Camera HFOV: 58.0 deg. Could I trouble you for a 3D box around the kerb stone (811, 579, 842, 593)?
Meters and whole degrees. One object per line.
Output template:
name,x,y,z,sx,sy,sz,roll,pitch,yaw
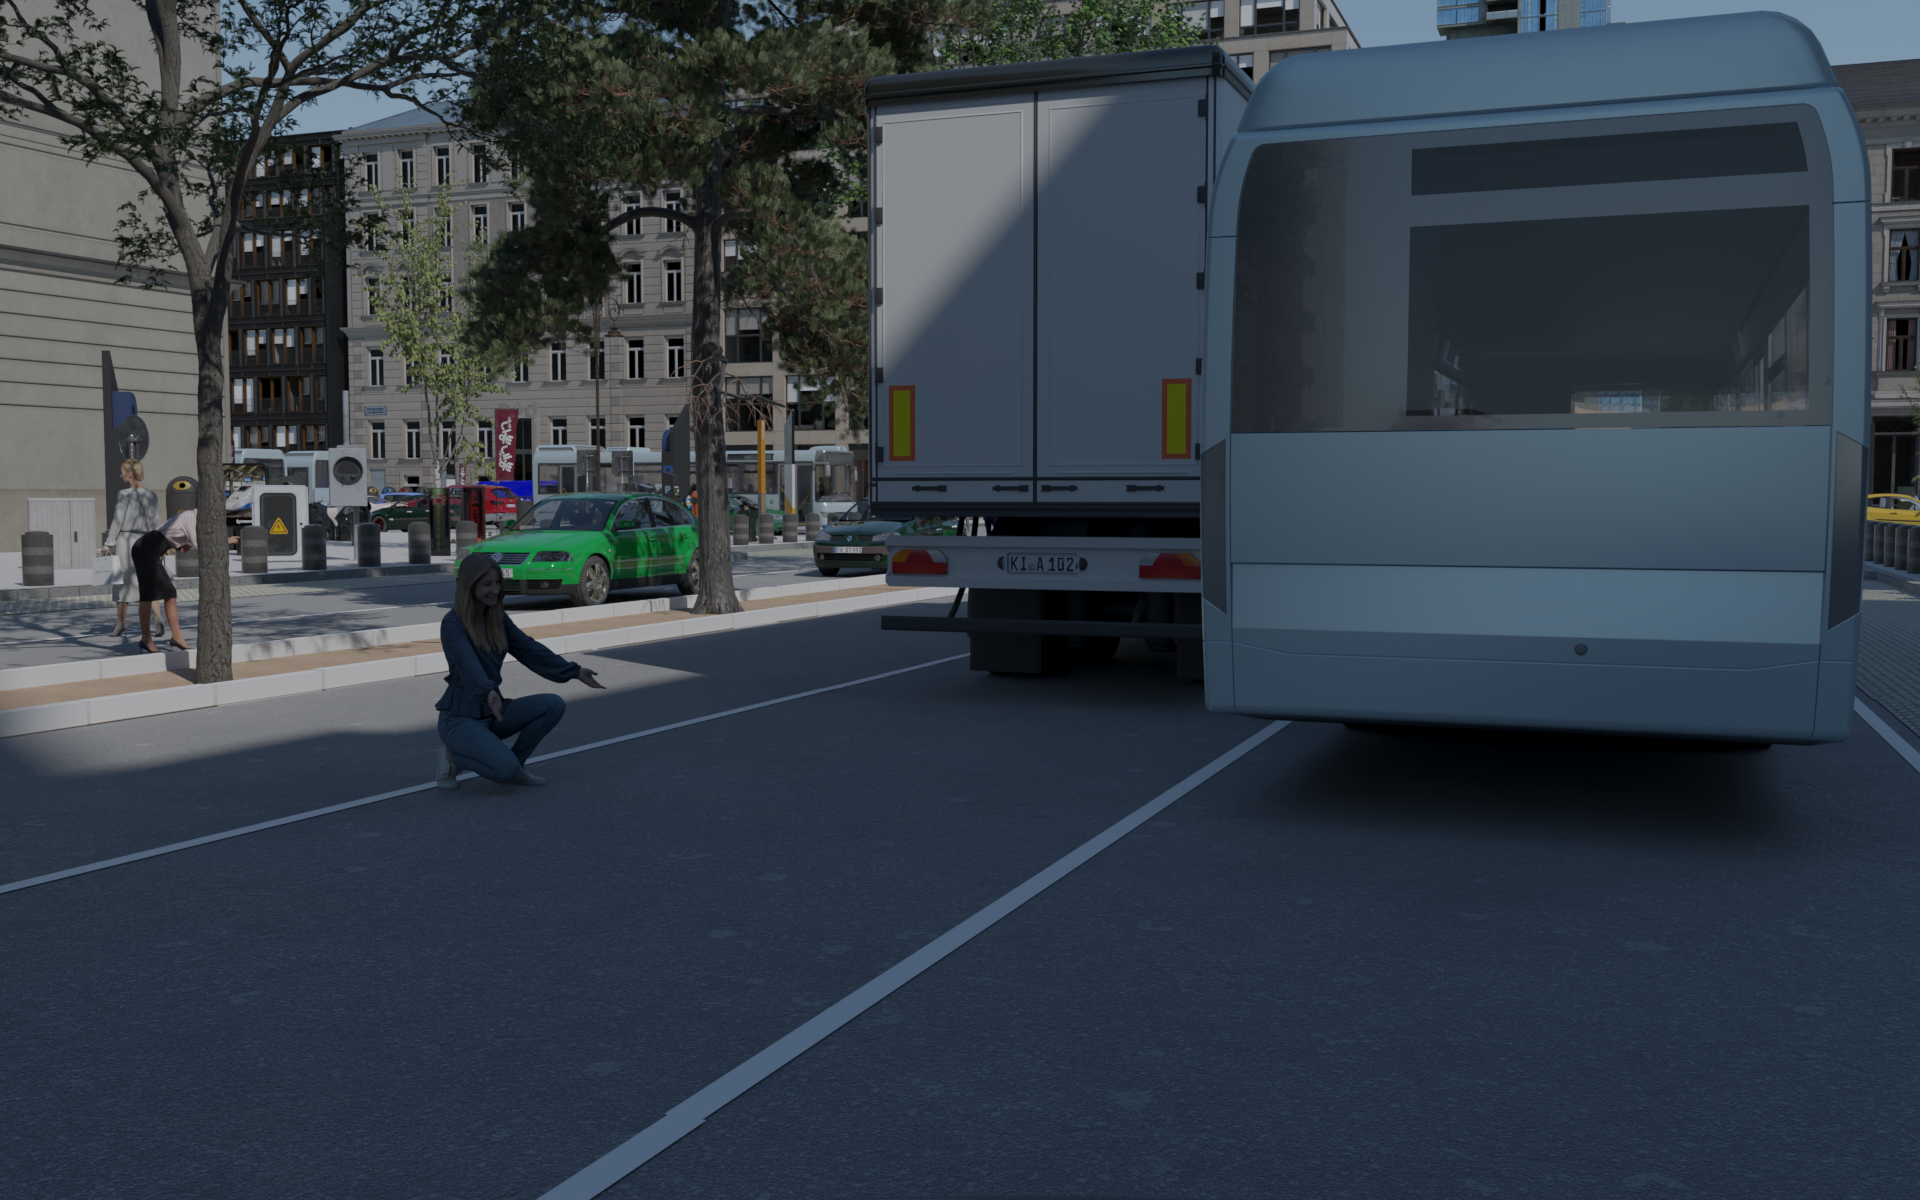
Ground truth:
kerb stone,-2.038,-0.194,25.373,0.120,0.150,1.000,1,4,21

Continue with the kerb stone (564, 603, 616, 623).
kerb stone,-4.257,0.158,19.620,0.120,0.150,1.000,1,4,21

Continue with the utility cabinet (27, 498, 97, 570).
utility cabinet,-15.297,-1.123,29.516,1.020,1.237,0.306,-2,4,-31

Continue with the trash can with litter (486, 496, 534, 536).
trash can with litter,-13.677,-2.557,52.870,2.233,1.210,1.678,-1,4,-16

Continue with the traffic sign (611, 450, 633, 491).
traffic sign,-7.932,-2.358,40.685,0.606,2.300,0.079,2,4,24

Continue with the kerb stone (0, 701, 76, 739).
kerb stone,-5.628,0.730,10.254,0.120,0.150,1.000,1,4,21

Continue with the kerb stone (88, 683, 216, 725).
kerb stone,-5.264,0.672,11.214,0.120,0.150,1.000,1,4,21

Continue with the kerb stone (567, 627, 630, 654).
kerb stone,-3.400,0.382,16.016,0.120,0.150,1.000,1,4,21

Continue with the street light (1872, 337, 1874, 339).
street light,20.804,-4.123,40.198,0.468,5.910,1.993,1,4,21

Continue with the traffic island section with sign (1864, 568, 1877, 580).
traffic island section with sign,14.538,-1.292,29.746,1.989,1.847,2.006,1,4,21

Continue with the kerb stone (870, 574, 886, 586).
kerb stone,-1.294,-0.311,27.285,0.120,0.150,1.000,1,4,21

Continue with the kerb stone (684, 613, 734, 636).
kerb stone,-2.662,0.260,17.939,0.120,0.150,1.000,1,4,21

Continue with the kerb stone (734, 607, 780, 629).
kerb stone,-2.279,0.202,18.890,0.120,0.150,1.000,1,4,21

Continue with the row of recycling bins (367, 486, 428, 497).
row of recycling bins,-30.072,-5.223,92.511,3.534,1.692,1.069,0,4,-6

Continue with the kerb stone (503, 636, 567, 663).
kerb stone,-3.773,0.441,15.059,0.120,0.150,1.000,1,4,21

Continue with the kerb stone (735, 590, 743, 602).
kerb stone,-3.147,-0.016,22.500,0.120,0.150,1.000,1,4,21

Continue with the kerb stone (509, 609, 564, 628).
kerb stone,-4.636,0.221,18.655,0.120,0.150,1.000,1,4,21

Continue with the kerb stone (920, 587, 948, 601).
kerb stone,-0.432,-0.090,23.694,0.120,0.150,1.000,1,4,21

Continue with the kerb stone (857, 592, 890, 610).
kerb stone,-1.172,0.028,21.774,0.120,0.150,1.000,1,4,21

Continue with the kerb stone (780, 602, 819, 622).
kerb stone,-1.918,0.143,19.858,0.120,0.150,1.000,1,4,21

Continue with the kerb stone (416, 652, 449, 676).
kerb stone,-4.144,0.497,14.102,0.120,0.150,1.000,1,4,21

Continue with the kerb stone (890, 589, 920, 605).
kerb stone,-0.805,-0.033,22.734,0.120,0.150,1.000,1,4,21

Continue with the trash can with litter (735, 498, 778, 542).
trash can with litter,-5.452,-2.134,46.279,1.055,1.170,0.624,-1,4,-23

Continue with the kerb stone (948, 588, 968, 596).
kerb stone,-0.060,-0.143,24.650,0.120,0.150,1.000,1,4,21

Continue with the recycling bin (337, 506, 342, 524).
recycling bin,-19.059,-2.562,54.442,0.722,1.027,0.722,1,4,22

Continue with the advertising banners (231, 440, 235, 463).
advertising banners,-22.974,-3.639,55.689,2.074,3.025,0.090,2,4,32

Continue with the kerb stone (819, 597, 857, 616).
kerb stone,-1.536,0.084,20.815,0.120,0.150,1.000,1,4,21

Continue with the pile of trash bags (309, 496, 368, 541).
pile of trash bags,-17.201,-2.352,48.201,1.912,1.369,3.447,0,4,-2

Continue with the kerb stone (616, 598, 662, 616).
kerb stone,-3.889,0.098,20.586,0.120,0.150,1.000,1,4,21

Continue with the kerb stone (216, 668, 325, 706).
kerb stone,-4.883,0.618,12.168,0.120,0.150,1.000,1,4,21

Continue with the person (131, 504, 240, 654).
person,-7.008,-0.239,15.589,0.628,1.438,0.799,2,4,29

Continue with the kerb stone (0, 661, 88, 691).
kerb stone,-6.864,0.573,12.886,0.120,0.150,1.000,1,4,21

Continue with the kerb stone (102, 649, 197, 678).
kerb stone,-6.486,0.514,13.842,0.120,0.150,1.000,1,4,21

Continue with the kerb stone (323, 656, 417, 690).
kerb stone,-4.511,0.554,13.133,0.120,0.150,1.000,1,4,21

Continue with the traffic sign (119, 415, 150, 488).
traffic sign,-13.334,-1.702,27.929,0.768,2.556,0.104,2,4,30

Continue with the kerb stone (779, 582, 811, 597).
kerb stone,-2.410,-0.133,24.417,0.120,0.150,1.000,1,4,21

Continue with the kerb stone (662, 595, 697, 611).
kerb stone,-3.517,0.041,21.543,0.120,0.150,1.000,1,4,21

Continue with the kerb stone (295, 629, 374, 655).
kerb stone,-5.747,0.394,15.771,0.120,0.150,1.000,1,4,21

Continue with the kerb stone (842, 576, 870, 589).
kerb stone,-1.662,-0.252,26.328,0.120,0.150,1.000,1,4,21

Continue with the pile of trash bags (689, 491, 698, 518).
pile of trash bags,-7.803,-2.061,43.447,3.447,1.369,1.912,-2,4,-30

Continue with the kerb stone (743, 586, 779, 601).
kerb stone,-2.773,-0.077,23.458,0.120,0.150,1.000,1,4,21

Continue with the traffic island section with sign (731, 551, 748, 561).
traffic island section with sign,-5.709,-1.774,37.628,1.989,1.847,2.006,1,4,21

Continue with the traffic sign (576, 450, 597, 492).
traffic sign,-8.577,-2.309,39.874,0.606,2.300,0.079,2,4,24

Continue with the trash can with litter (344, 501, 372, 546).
trash can with litter,-14.975,-1.947,43.217,0.624,1.170,1.055,-1,4,-11

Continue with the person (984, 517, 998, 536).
person,0.736,-2.087,43.331,0.576,1.737,0.504,2,4,35

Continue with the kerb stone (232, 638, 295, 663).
kerb stone,-6.115,0.455,14.809,0.120,0.150,1.000,1,4,21

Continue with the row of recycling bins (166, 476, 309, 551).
row of recycling bins,-16.430,-1.975,39.406,3.534,1.692,1.069,1,4,13

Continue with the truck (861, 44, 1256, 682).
truck,2.520,-1.686,16.473,2.839,4.237,11.283,1,4,21

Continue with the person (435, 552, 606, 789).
person,-2.175,0.337,8.488,0.738,1.151,1.012,2,4,30

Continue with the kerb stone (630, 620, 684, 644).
kerb stone,-3.034,0.321,16.976,0.120,0.150,1.000,1,4,21

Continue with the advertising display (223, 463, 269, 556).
advertising display,-14.860,-1.884,36.012,0.974,1.923,0.123,0,4,0

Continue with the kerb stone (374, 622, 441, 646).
kerb stone,-5.372,0.334,16.728,0.120,0.150,1.000,1,4,21

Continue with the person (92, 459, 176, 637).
person,-8.244,-0.516,17.291,0.624,1.780,0.694,3,5,40

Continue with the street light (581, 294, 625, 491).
street light,-7.989,-4.001,38.203,0.468,5.910,1.993,1,4,21

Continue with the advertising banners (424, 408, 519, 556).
advertising banners,-10.023,-2.410,35.588,2.074,3.025,0.090,1,4,9
